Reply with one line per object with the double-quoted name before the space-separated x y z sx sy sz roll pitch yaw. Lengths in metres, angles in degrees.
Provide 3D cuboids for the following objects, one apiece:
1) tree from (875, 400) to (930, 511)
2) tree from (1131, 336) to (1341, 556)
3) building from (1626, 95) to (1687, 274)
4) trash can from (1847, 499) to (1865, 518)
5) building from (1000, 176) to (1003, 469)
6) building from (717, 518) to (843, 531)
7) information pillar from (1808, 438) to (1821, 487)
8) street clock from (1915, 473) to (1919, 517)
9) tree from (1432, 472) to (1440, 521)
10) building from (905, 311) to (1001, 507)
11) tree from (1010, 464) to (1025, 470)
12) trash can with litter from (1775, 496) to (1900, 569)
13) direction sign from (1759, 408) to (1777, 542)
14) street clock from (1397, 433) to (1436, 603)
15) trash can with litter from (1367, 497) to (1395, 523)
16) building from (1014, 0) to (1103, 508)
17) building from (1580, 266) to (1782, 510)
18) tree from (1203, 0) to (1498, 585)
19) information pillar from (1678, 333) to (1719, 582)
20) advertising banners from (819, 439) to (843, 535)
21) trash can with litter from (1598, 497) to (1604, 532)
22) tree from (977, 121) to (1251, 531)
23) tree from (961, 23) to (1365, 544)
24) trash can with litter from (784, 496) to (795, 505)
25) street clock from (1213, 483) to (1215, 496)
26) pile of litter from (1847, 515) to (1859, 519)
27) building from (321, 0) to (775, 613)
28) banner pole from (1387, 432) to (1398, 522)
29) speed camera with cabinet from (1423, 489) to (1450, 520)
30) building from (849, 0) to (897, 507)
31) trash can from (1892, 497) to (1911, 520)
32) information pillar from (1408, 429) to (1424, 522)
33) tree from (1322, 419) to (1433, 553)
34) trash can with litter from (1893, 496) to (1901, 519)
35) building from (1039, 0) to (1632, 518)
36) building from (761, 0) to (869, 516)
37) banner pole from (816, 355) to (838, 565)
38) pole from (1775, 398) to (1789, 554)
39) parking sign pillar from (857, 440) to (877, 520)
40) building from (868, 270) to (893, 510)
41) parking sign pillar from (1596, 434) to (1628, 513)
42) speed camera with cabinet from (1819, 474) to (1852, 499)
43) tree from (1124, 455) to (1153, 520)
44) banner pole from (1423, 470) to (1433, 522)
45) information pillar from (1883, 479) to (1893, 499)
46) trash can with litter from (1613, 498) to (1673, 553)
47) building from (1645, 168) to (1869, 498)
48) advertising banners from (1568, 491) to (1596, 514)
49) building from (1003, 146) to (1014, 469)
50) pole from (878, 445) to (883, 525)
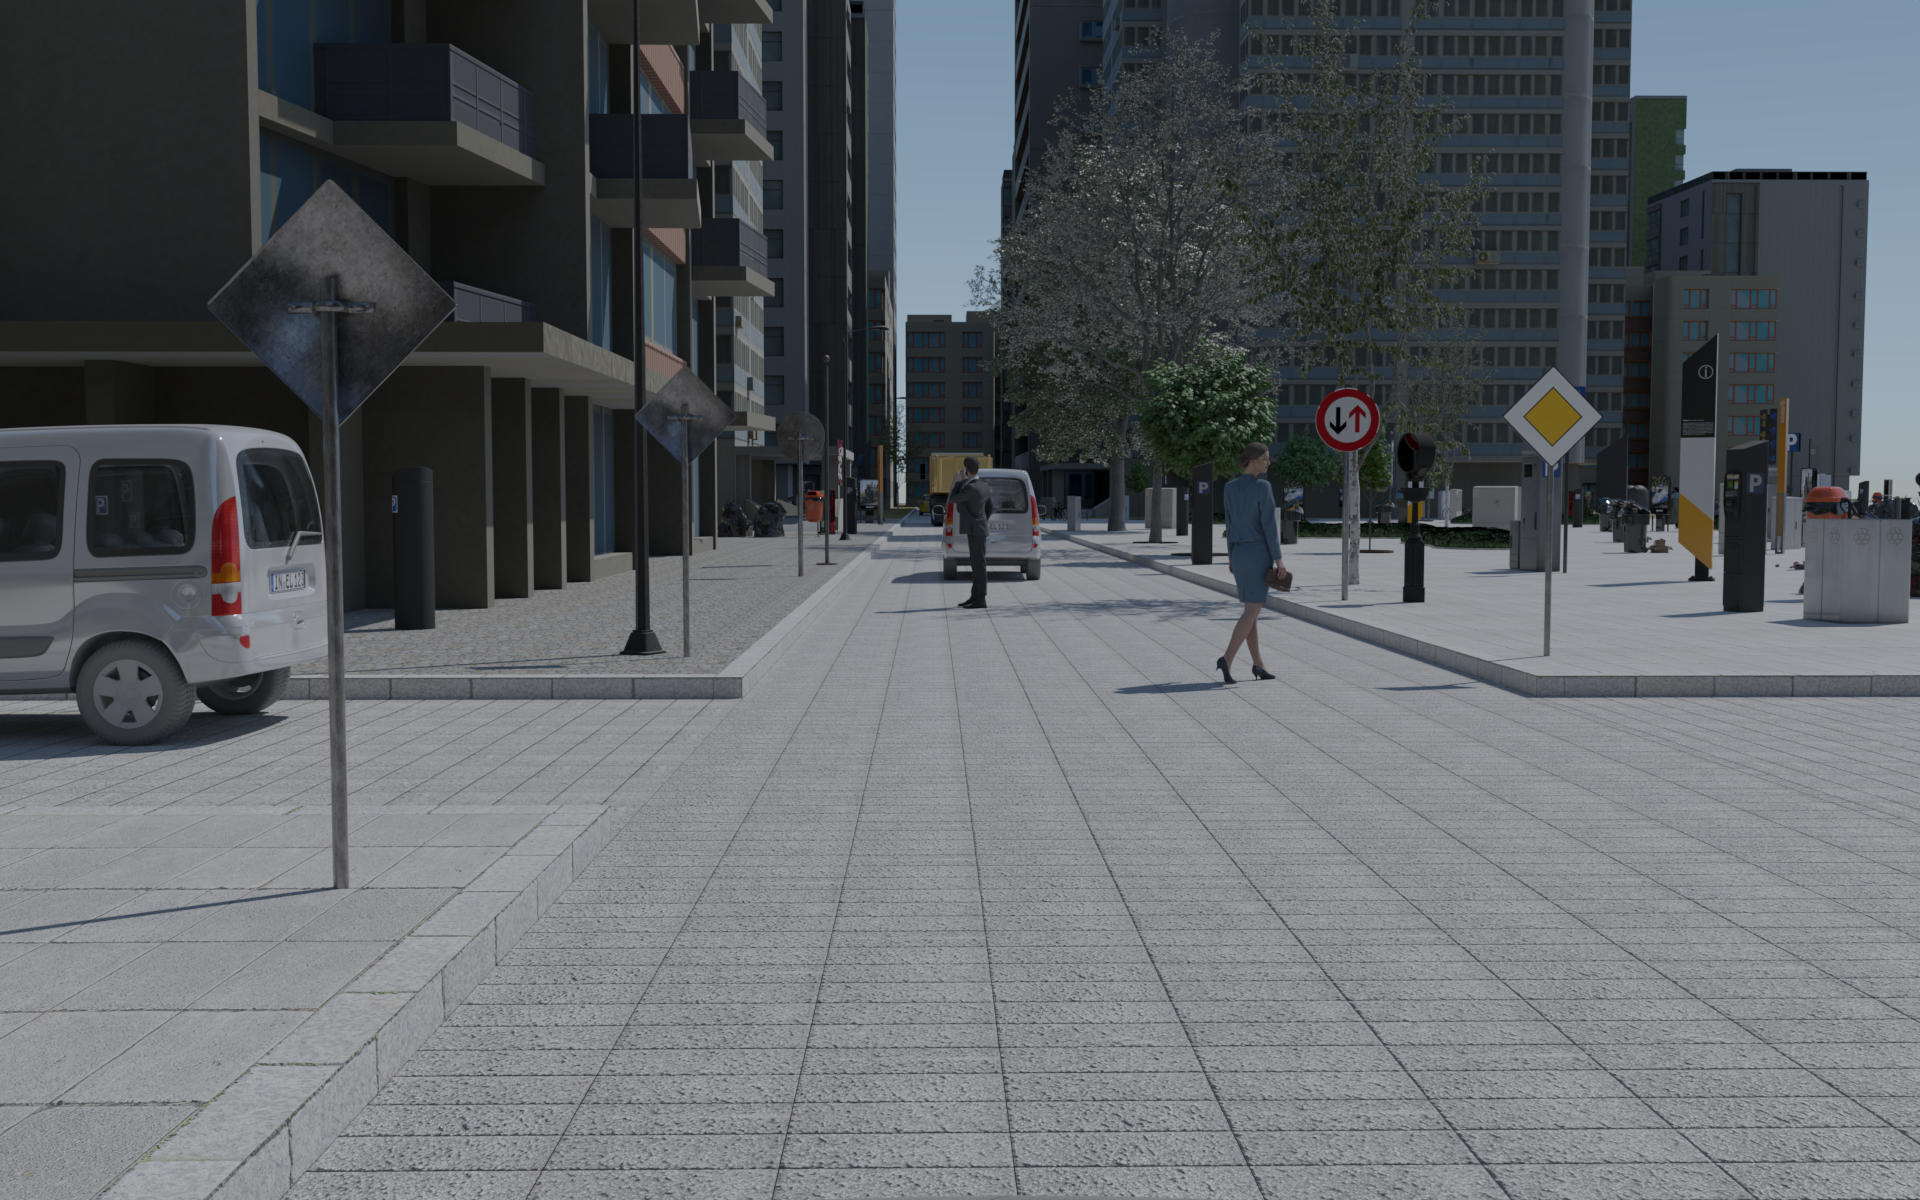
"tree" -4.651 -11.222 133.846 4.737 8.622 4.395 0 3 0
"tree" 5.192 -3.215 36.287 4.285 4.588 4.351 0 3 0
"building" 65.717 -30.437 181.238 14.086 41.232 14.154 0 4 -1
"trash can" 27.152 -2.513 52.747 0.748 1.137 0.748 0 3 0
"building" 10.612 -23.560 156.901 14.160 30.474 14.107 0 4 -1
"building" -20.516 -22.915 66.548 32.217 40.220 23.993 0 4 -1
"information pillar" 36.000 -4.997 73.051 0.504 3.616 0.183 0 4 -8
"street clock" 31.352 -3.168 56.361 0.471 2.002 0.358 0 4 1
"tree" 21.901 -5.328 81.712 1.663 3.219 1.824 0 3 0
"building" 8.743 -20.963 187.790 28.899 21.520 27.650 0 4 -1
"tree" 3.634 -7.084 110.431 1.663 3.219 1.824 0 3 0
"trash can with litter" 15.026 -1.154 29.918 1.678 1.210 2.233 3 4 37
"direction sign" 21.525 -3.315 46.200 0.379 3.537 0.876 0 4 -1
"street clock" 5.381 -0.973 20.480 0.358 2.002 0.471 -1 4 -19
"trash can with litter" 15.345 -3.186 63.477 1.055 1.170 0.624 -1 4 -15
"building" 15.044 -30.614 124.238 21.300 48.544 21.600 0 4 -1
"building" 50.262 -18.708 150.915 28.899 21.520 27.650 0 4 -1
"tree" 5.514 -4.510 24.097 4.360 8.622 3.978 0 3 0
"information pillar" 10.874 -2.088 25.491 0.504 3.616 0.183 2 4 33
"advertising banners" -4.072 -3.588 54.844 0.090 3.025 2.074 1 4 18
"trash can with litter" 22.016 -2.877 58.419 0.624 1.170 1.055 -1 4 -15
"tree" 5.350 -9.371 59.875 9.857 13.997 8.962 0 3 0
"tree" 5.226 -8.217 44.720 12.009 13.543 11.850 0 3 0
"trash can with litter" -8.490 -4.429 83.805 1.055 1.170 0.624 2 4 23
"street clock" 11.524 -4.581 79.476 0.358 2.002 0.471 1 4 20
"pile of litter" 17.733 -1.233 34.123 1.719 0.858 1.176 1 4 18
"building" -15.109 -22.982 30.382 22.147 44.769 28.867 0 4 -1
"banner pole" 17.416 -4.887 69.916 0.401 3.779 0.863 1 4 23
"speed camera with cabinet" 23.787 -5.604 85.959 2.038 3.252 0.660 0 4 -4
"building" -20.763 -39.174 182.499 28.212 58.520 21.231 0 4 -1
"trash can" 39.424 -3.721 72.493 0.748 1.137 0.748 0 3 0
"information pillar" 14.576 -3.919 55.434 0.504 3.616 0.183 1 4 10
"tree" 9.048 -2.652 37.966 1.663 3.219 1.824 0 3 0
"trash can with litter" 35.250 -3.332 65.529 1.678 1.210 2.233 3 5 39
"building" 21.175 -25.051 101.457 32.217 40.220 23.993 0 4 -1
"building" -12.361 -19.878 96.701 14.160 30.474 14.107 0 4 -1
"banner pole" -2.426 -2.540 31.542 0.401 3.779 0.863 0 4 -4
"pole" 17.576 -2.641 37.031 0.158 3.312 0.155 0 3 0
"parking sign pillar" -4.723 -5.937 85.542 1.447 3.967 1.447 1 4 9
"building" -20.594 -18.690 150.622 28.899 21.520 27.650 0 4 -1
"parking sign pillar" 29.410 -5.483 78.120 1.447 3.967 1.447 2 4 27
"speed camera with cabinet" 39.877 -5.194 79.259 0.660 3.252 2.038 -1 4 -12
"tree" 8.781 -5.615 86.413 1.663 3.219 1.824 0 3 0
"banner pole" 21.513 -5.523 80.325 0.863 3.779 0.401 1 4 10
"information pillar" 46.124 -4.992 86.114 0.304 2.012 0.304 -2 4 -35
"trash can with litter" 14.979 -1.618 37.843 1.055 1.170 0.624 0 3 0
"building" 71.799 -23.598 157.531 14.107 30.474 14.160 0 4 -1
"advertising banners" 27.271 -4.955 77.203 2.074 3.025 0.090 1 4 9
"building" 11.187 -22.699 142.828 14.160 30.474 14.107 0 4 -1
"pole" -3.331 -4.808 72.456 0.158 3.312 0.155 0 3 0
